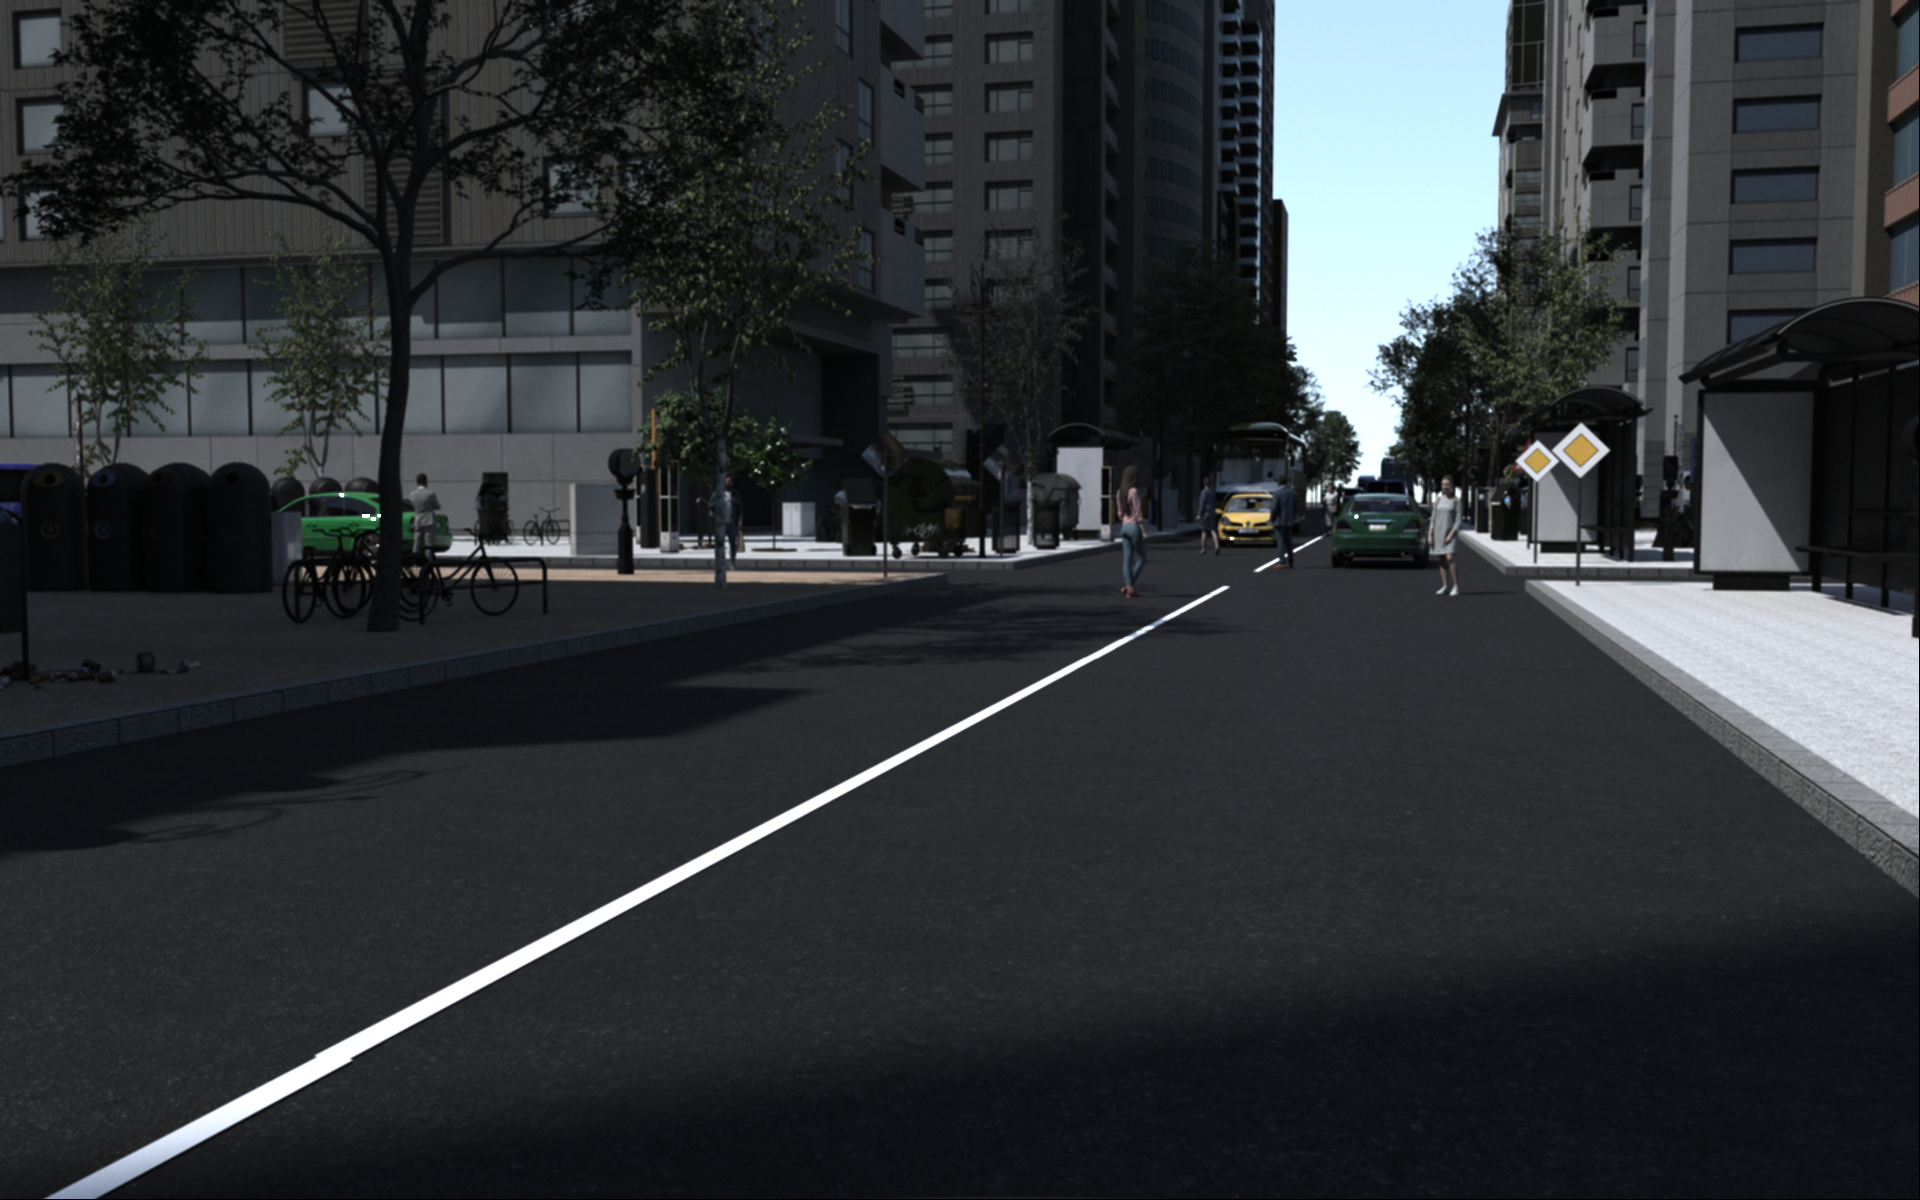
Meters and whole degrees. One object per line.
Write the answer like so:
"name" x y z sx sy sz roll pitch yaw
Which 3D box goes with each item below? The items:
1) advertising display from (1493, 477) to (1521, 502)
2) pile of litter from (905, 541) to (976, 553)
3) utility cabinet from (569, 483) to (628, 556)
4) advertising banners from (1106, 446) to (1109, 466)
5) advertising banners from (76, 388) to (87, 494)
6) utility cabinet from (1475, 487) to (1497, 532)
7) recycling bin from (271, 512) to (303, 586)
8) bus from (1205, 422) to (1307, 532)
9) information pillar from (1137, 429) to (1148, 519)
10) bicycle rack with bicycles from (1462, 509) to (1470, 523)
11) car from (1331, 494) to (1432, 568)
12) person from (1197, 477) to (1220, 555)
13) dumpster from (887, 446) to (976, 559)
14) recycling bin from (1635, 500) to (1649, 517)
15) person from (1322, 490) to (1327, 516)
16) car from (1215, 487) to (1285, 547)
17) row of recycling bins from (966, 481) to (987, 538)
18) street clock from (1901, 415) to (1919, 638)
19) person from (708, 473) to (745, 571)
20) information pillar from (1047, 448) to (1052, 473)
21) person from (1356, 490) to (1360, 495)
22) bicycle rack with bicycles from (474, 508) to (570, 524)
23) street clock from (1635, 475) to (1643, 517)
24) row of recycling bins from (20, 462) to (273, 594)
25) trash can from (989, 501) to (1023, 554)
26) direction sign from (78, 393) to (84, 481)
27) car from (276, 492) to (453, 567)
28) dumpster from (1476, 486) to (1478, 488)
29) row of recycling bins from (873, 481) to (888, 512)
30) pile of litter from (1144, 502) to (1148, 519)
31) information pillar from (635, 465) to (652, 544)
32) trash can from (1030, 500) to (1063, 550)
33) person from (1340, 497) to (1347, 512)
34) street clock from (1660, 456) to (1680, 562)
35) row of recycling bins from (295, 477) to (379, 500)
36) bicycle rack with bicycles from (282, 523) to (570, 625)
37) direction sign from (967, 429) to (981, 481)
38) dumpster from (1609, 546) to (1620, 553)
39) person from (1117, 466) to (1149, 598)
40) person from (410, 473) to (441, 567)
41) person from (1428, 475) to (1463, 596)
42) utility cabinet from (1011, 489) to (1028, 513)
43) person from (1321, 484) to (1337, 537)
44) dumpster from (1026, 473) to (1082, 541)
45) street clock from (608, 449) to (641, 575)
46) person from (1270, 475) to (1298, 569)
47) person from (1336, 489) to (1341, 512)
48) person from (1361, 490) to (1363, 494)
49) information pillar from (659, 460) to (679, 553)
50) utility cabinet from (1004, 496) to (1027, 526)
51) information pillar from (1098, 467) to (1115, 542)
"advertising display" 20.134 -3.580 63.748 0.974 1.923 0.123 0 4 8
"pile of litter" -0.404 -1.485 38.248 1.176 0.858 1.719 -3 4 -38
"utility cabinet" -7.503 -1.670 35.988 1.173 1.500 0.318 -3 4 -37
"advertising banners" 4.612 -3.908 60.079 0.090 3.025 2.074 3 4 37
"advertising banners" -14.996 -2.042 29.568 0.090 3.025 2.074 -2 4 -25
"utility cabinet" 17.665 -3.014 57.956 0.318 1.500 1.173 -1 4 -12
"recycling bin" -9.803 -0.735 24.575 0.722 1.027 0.722 0 4 -3
"bus" 10.985 -4.356 62.773 2.896 3.916 12.252 1 4 14
"information pillar" 6.549 -4.336 62.242 0.504 3.616 0.183 -3 5 -43
"bicycle rack with bicycles" 23.433 -3.807 75.630 2.925 0.926 2.852 1 4 11
"car" 8.574 -1.428 35.144 2.131 1.459 4.920 1 4 16
"person" 5.828 -1.962 40.606 0.581 1.822 0.654 -2 4 -23
"dumpster" -0.623 -1.977 34.810 1.502 2.255 1.985 1 4 14
"recycling bin" 27.553 -3.550 70.604 0.722 1.027 0.722 -1 4 -9
"person" 23.496 -6.226 111.116 0.721 1.723 1.217 3 4 36
"car" 8.116 -2.308 47.956 2.015 1.641 3.980 1 4 13
"row of recycling bins" 0.152 -2.749 52.063 1.069 1.692 3.534 1 4 9
"street clock" 8.621 -0.661 15.371 0.471 2.002 0.358 0 4 4
"person" -4.255 -1.437 31.981 0.794 1.824 0.713 0 4 1
"information pillar" 4.558 -5.864 87.225 0.504 3.616 0.183 3 5 41
"person" 27.348 -6.680 118.656 0.436 1.711 0.756 -2 4 -33
"bicycle rack with bicycles" -11.236 -1.862 43.822 2.852 0.926 2.925 1 4 11
"street clock" 25.471 -3.701 65.079 0.358 2.002 0.471 3 4 36
"row of recycling bins" -10.755 -0.967 22.923 3.534 1.692 1.069 1 4 10
"trash can" 0.992 -1.577 37.435 0.748 1.137 0.748 0 3 0
"direction sign" -19.810 -2.879 39.062 0.379 3.537 0.876 -2 4 -26
"car" -12.670 -1.602 34.990 4.718 1.807 1.959 1 4 12
"dumpster" 23.939 -4.441 78.366 1.264 1.857 1.865 1 4 14
"row of recycling bins" -2.322 -2.840 53.551 1.069 1.692 3.534 -3 5 -40
"pile of litter" 9.762 -4.674 90.387 1.719 0.858 1.176 1 4 12
"information pillar" -8.105 -2.440 44.393 0.304 2.012 0.304 2 4 29
"trash can" 2.005 -1.743 40.144 0.748 1.137 0.748 0 3 0
"person" 15.940 -3.620 71.937 0.306 1.304 0.590 0 4 -2
"street clock" 13.422 -1.724 32.764 0.358 2.002 0.471 1 4 18
"row of recycling bins" -15.888 -2.147 42.214 3.534 1.692 1.069 -3 4 -36
"bicycle rack with bicycles" -5.828 -0.289 18.101 2.852 0.926 2.925 2 4 30
"direction sign" 0.481 -4.198 60.633 0.379 3.537 0.876 -2 4 -32
"dumpster" 14.225 -2.019 38.766 1.264 1.857 1.865 1 4 14
"person" 2.407 -0.947 23.991 0.388 1.821 0.555 -3 5 -39
"person" -9.497 -1.353 30.803 0.511 1.800 0.466 0 4 0
"person" 6.942 -0.928 24.680 0.512 1.701 0.522 3 5 41
"utility cabinet" 2.990 -4.467 81.722 1.173 1.500 0.318 -2 4 -35
"person" 12.336 -2.985 57.875 0.480 1.755 0.524 2 4 26
"dumpster" 2.582 -2.578 47.916 1.264 1.857 1.865 1 4 14
"street clock" -5.343 -1.410 27.631 0.358 2.002 0.471 3 5 44
"person" 6.242 -1.506 33.312 0.721 1.800 0.419 -2 4 -34
"person" 23.639 -6.107 108.792 0.568 1.767 0.683 1 4 15
"person" 35.569 -8.826 153.361 0.990 1.755 0.434 -1 4 -15
"information pillar" -6.329 -2.031 37.695 0.304 2.012 0.304 2 4 33
"utility cabinet" 2.170 -3.553 69.256 1.020 1.237 0.306 -1 4 -13
"information pillar" 3.982 -2.579 46.658 0.304 2.012 0.304 2 4 29
